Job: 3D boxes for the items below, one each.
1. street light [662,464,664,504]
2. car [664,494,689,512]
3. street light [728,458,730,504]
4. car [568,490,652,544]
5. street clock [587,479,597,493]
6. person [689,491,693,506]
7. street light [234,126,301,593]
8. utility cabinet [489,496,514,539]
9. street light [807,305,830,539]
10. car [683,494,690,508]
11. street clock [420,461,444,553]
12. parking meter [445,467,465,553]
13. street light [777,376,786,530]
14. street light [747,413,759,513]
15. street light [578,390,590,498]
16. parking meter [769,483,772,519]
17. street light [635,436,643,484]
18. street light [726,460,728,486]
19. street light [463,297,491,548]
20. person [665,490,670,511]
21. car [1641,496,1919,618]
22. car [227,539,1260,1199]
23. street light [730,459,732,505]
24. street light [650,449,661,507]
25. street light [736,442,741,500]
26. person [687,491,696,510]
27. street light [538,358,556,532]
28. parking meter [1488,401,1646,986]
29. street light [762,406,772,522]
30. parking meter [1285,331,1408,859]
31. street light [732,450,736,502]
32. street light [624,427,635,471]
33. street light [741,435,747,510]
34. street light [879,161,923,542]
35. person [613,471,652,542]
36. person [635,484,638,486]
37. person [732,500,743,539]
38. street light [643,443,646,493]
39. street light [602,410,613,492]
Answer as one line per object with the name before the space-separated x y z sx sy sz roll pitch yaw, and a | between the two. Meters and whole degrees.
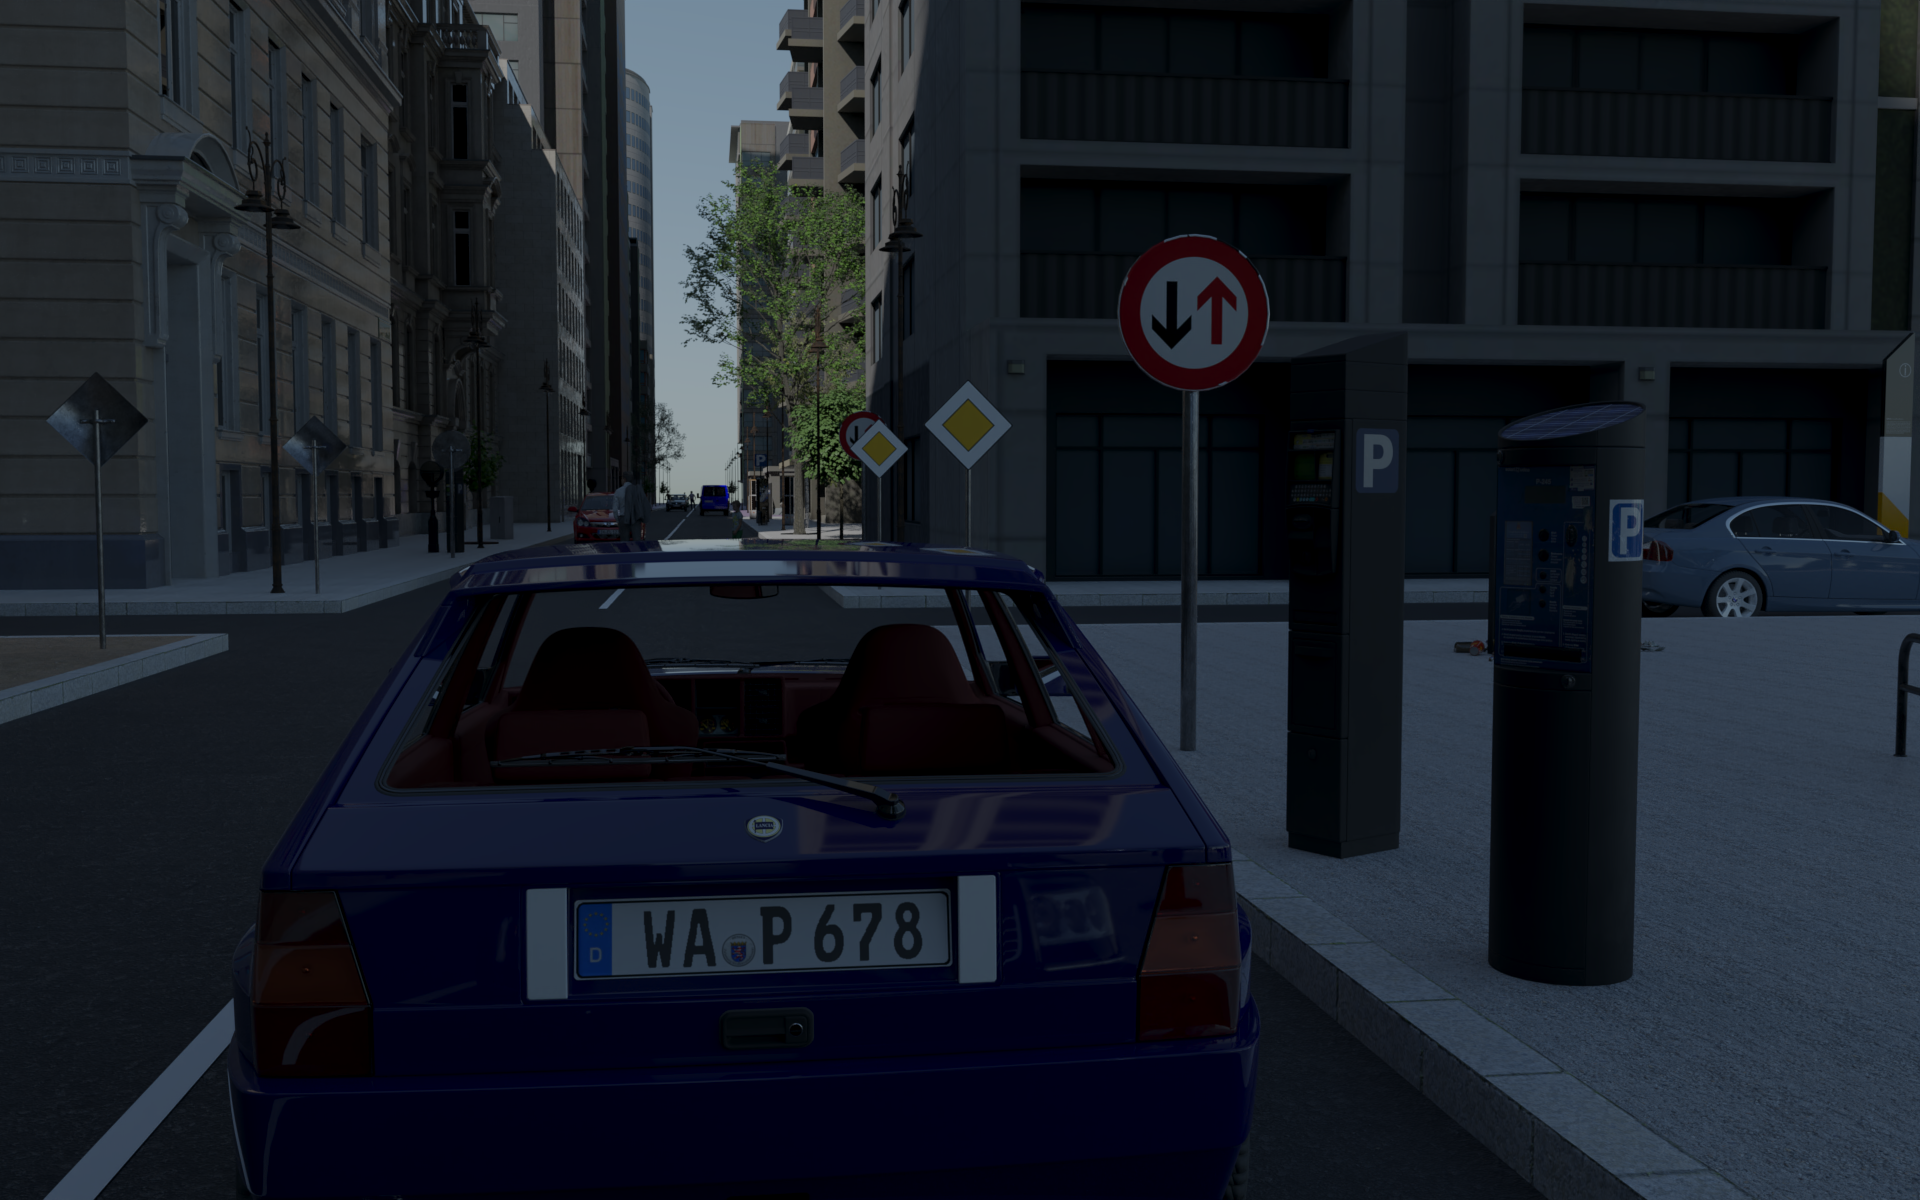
street light | -34.432 -13.801 198.432 0.468 5.910 1.993 -1 4 -8
car | -23.346 -8.129 142.700 2.009 1.686 4.222 -1 4 -9
street light | -23.986 -12.848 182.852 0.468 5.910 1.993 -1 4 -8
car | -9.180 -2.230 45.504 2.155 1.783 4.494 -1 4 -10
street clock | -17.408 -4.730 81.904 0.471 2.002 0.358 3 4 37
person | -33.222 -12.556 213.884 0.705 1.812 1.348 -3 5 -40
street light | -8.852 -3.027 22.287 0.468 5.910 1.993 -1 4 -8
utility cabinet | -13.076 -2.337 49.376 0.306 1.237 1.020 -3 4 -38
street light | -3.478 -4.265 42.525 0.468 5.910 1.993 -1 4 -8
car | -29.980 -10.641 185.785 2.131 1.459 4.920 0 4 -7
street clock | -11.527 -2.036 37.867 0.471 2.002 0.358 0 4 3
parking meter | -11.035 -1.964 37.830 0.255 1.863 0.399 1 4 12
street light | -6.254 -5.406 61.170 0.468 5.910 1.993 -1 4 -8
street light | -11.810 -7.747 99.447 0.468 5.910 1.993 -1 4 -8
street light | -16.718 -6.380 77.105 0.468 5.910 1.993 -1 4 -8
parking meter | -9.855 -5.088 88.899 0.399 1.863 0.255 0 4 0
street light | -25.107 -9.883 134.373 0.468 5.910 1.993 -1 4 -8
street light | -26.548 -13.952 200.904 0.468 5.910 1.993 -1 4 -8
street light | -11.362 -4.165 40.884 0.468 5.910 1.993 -1 4 -8
person | -24.531 -8.382 146.068 0.721 1.766 1.217 2 4 27
car | 9.370 -0.454 19.429 4.499 1.417 2.014 -1 4 -9
car | -0.546 0.498 4.442 1.945 1.354 3.894 0 4 -8
street light | -22.448 -12.247 173.029 0.468 5.910 1.993 -1 4 -8
street light | -31.716 -12.695 180.350 0.468 5.910 1.993 -1 4 -8
street light | -17.171 -10.003 136.330 0.468 5.910 1.993 -1 4 -8
person | -23.453 -8.703 151.739 0.756 1.711 0.436 1 4 16
street light | -14.053 -5.277 59.068 0.468 5.910 1.993 -1 4 -8
parking meter | 1.625 0.230 4.648 0.372 1.533 0.369 0 3 0
street light | -8.806 -6.510 79.223 0.468 5.910 1.993 -1 4 -8
parking meter | 1.381 -0.031 6.213 0.399 1.863 0.255 -3 4 -36
street light | -19.791 -11.106 154.374 0.468 5.910 1.993 -1 4 -8
street light | -22.324 -8.781 116.353 0.468 5.910 1.993 -1 4 -8
street light | -14.434 -8.864 117.714 0.468 5.910 1.993 -1 4 -8
street light | -0.840 -3.162 24.484 0.468 5.910 1.993 -1 4 -8
person | -5.776 -1.340 30.513 0.679 1.850 0.850 -1 4 -16
person | -11.575 -3.230 61.666 0.721 1.781 0.623 -1 4 -20
person | -4.809 -1.516 37.540 0.306 1.304 0.590 2 4 24
street light | -27.923 -11.041 153.300 0.468 5.910 1.993 -1 4 -8
street light | -19.834 -7.662 98.055 0.468 5.910 1.993 -1 4 -8
